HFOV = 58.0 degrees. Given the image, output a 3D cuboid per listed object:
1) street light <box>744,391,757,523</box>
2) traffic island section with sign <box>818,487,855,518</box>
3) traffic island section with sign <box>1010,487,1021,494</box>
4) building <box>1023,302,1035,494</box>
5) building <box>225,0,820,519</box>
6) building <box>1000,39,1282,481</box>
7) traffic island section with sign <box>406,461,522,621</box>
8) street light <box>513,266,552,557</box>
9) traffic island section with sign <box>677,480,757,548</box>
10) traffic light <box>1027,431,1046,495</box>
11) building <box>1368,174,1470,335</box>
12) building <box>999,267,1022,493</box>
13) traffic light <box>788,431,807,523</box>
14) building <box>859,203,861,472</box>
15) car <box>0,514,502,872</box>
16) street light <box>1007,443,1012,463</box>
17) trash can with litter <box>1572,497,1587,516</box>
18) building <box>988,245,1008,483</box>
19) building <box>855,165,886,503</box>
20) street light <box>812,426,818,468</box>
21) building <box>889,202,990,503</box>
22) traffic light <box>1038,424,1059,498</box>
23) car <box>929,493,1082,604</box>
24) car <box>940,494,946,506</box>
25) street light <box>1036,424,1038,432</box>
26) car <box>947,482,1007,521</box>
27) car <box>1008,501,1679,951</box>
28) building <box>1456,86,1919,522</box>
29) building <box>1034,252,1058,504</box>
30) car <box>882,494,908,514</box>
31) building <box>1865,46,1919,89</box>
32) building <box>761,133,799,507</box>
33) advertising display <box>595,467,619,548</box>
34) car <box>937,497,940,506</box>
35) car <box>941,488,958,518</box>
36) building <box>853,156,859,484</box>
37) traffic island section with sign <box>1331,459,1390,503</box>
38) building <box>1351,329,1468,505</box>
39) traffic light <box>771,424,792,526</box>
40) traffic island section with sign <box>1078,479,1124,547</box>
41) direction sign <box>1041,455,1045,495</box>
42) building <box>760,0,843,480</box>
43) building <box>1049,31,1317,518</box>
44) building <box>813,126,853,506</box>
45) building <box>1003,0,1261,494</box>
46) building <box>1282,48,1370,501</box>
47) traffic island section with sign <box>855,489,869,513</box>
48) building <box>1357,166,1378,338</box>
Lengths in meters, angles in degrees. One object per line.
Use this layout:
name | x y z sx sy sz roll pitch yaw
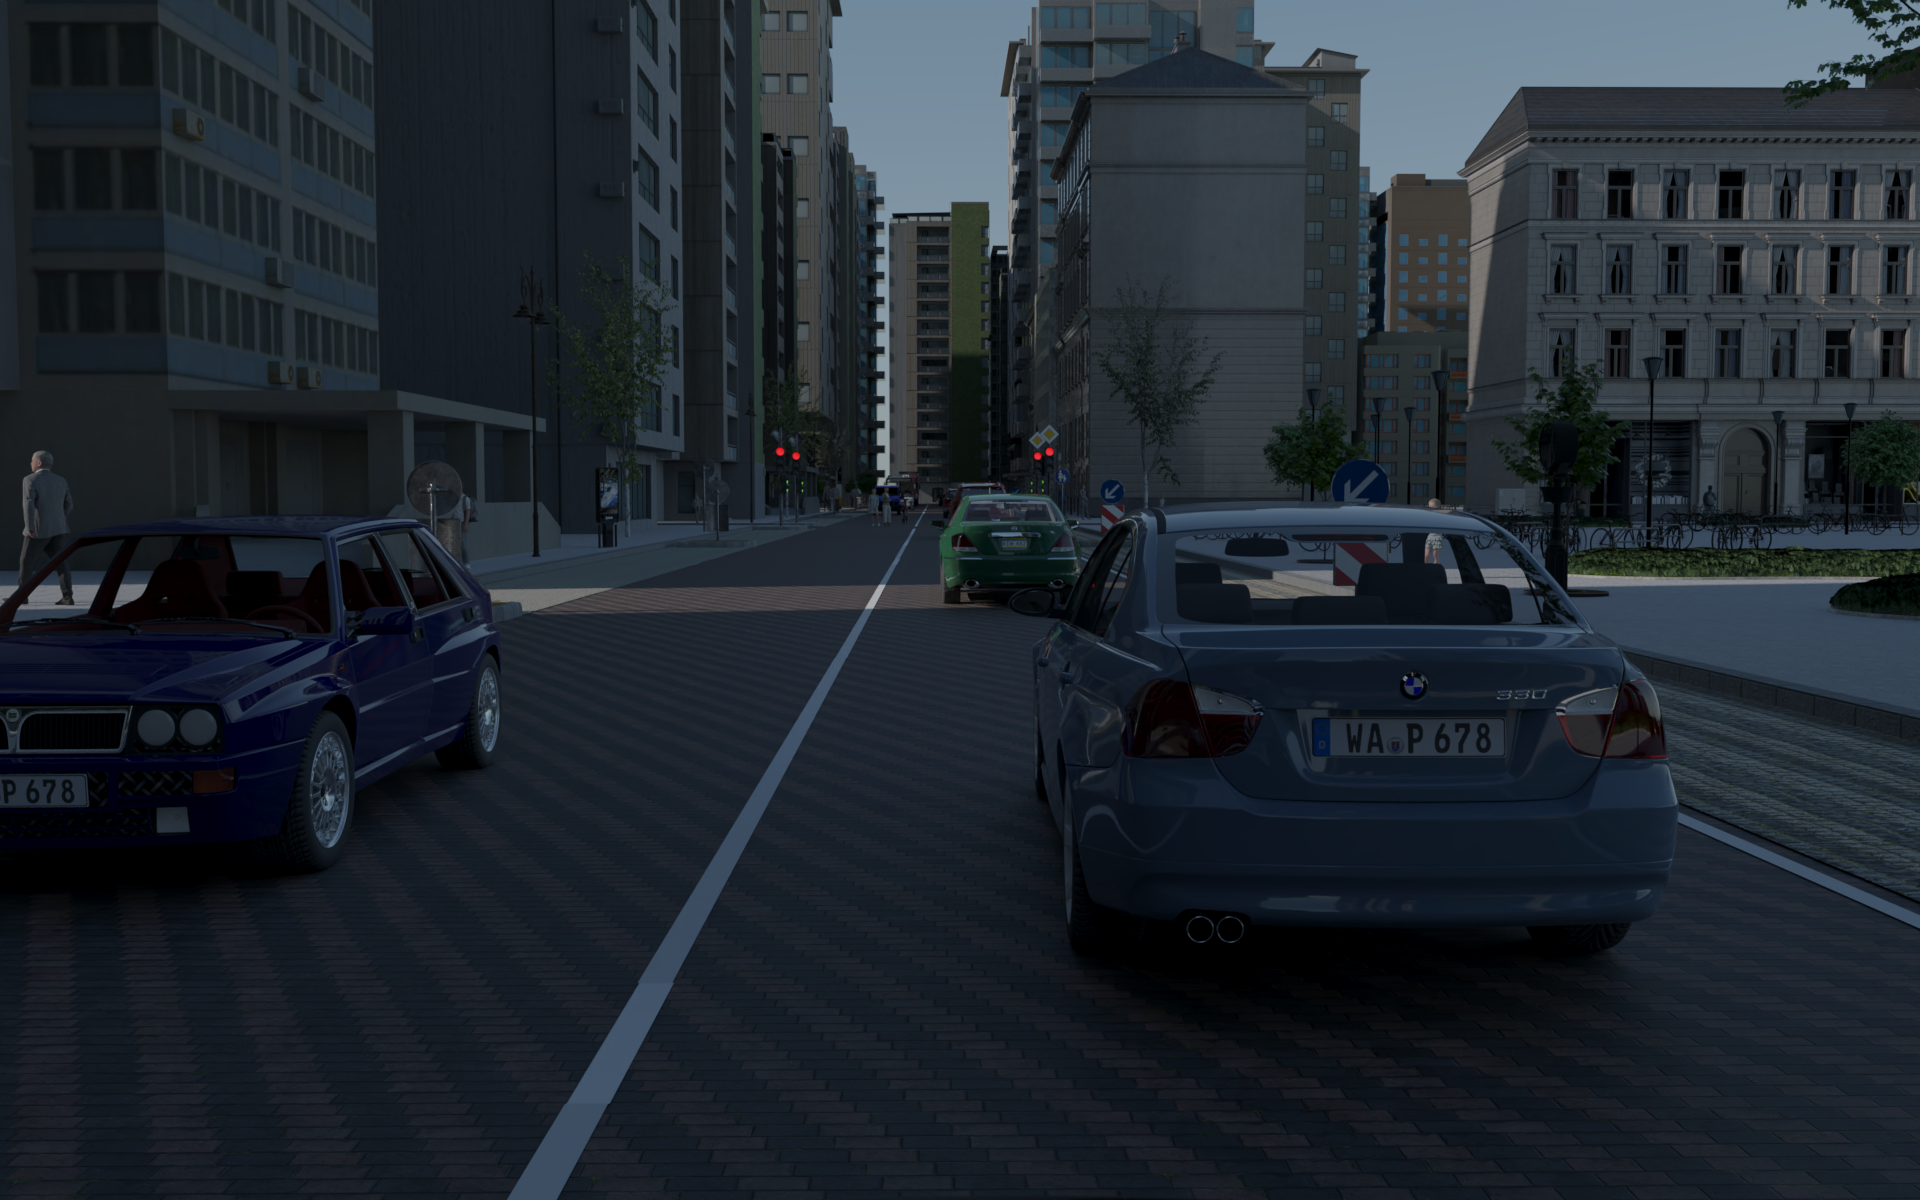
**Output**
street light | -9.391 -6.427 77.877 0.468 5.910 1.993 0 4 -1
traffic island section with sign | -7.392 -5.753 102.696 1.989 1.847 2.006 0 4 -1
traffic island section with sign | 3.143 -5.747 102.588 1.989 1.847 2.006 0 4 -1
building | 10.994 -17.031 143.091 10.561 19.102 19.286 0 4 -1
building | -25.640 -25.635 111.013 32.217 40.220 23.993 0 4 -1
building | 19.442 -37.307 199.215 28.713 52.752 27.495 0 4 -1
traffic island section with sign | -6.152 -0.691 19.923 1.989 1.847 2.006 0 4 -1
street light | -8.667 -3.820 35.250 0.468 5.910 1.993 0 4 -1
traffic island section with sign | -6.558 -2.345 46.961 1.989 1.847 2.006 0 4 -1
traffic light | 3.457 -5.439 77.840 0.839 4.253 0.868 0 4 -1
building | 66.029 -36.379 244.907 14.200 45.320 14.600 0 4 -1
building | 11.964 -27.480 220.993 14.160 30.474 14.107 0 4 -1
traffic light | -7.303 -5.428 77.664 0.839 4.253 0.868 0 4 -1
building | -19.716 -32.842 220.568 14.086 41.232 14.154 0 4 -1
car | -3.284 0.294 7.775 1.945 1.354 3.894 0 4 -2
street light | 4.319 -11.001 152.657 0.468 5.910 1.993 0 4 -1
trash can with litter | 27.913 -4.041 77.453 1.055 1.170 0.624 0 4 -1
building | 15.906 -34.320 253.014 23.993 40.220 32.217 0 4 -1
building | -25.915 -38.465 248.505 30.456 49.044 23.786 0 4 -1
street light | -9.886 -8.867 117.768 0.468 5.910 1.993 0 4 -1
building | -3.003 -34.286 244.162 14.086 41.232 14.154 0 4 -1
traffic light | 3.576 -4.950 69.856 0.839 4.253 0.868 0 4 -1
car | 0.641 -0.750 24.063 2.131 1.459 4.920 0 4 -1
car | -1.529 -11.822 203.074 2.009 1.686 4.222 0 3 0
street light | 4.989 -8.550 112.585 0.468 5.910 1.993 0 4 -1
car | 0.692 -2.906 56.179 2.281 1.827 5.304 0 4 1
car | 1.206 0.323 6.728 2.014 1.417 4.499 0 4 0
building | 27.145 -14.228 83.545 40.483 20.767 10.553 0 4 -1
building | 11.065 -16.530 125.014 10.420 20.320 16.860 0 4 -1
car | -4.891 -7.312 128.598 2.155 1.783 4.494 0 4 -1
building | 55.281 -15.625 85.139 15.834 23.373 12.332 0 4 -1
building | -20.473 -22.427 138.391 14.160 30.474 14.107 0 4 -1
advertising display | -8.457 -2.222 41.545 0.123 1.923 0.974 1 4 16
car | -1.818 -12.459 213.298 1.945 1.707 3.694 0 4 -2
car | -0.010 -5.857 104.437 2.281 1.827 5.304 0 4 -1
building | -19.496 -31.670 201.390 14.154 41.232 14.086 0 4 -1
traffic island section with sign | 4.375 -0.708 20.208 1.989 1.847 2.006 0 4 -1
building | 61.174 -22.653 215.413 28.899 21.520 27.650 0 4 -1
traffic light | -7.184 -4.939 69.680 0.839 4.253 0.868 0 4 -1
traffic island section with sign | 3.960 -2.358 47.178 1.989 1.847 2.006 0 4 -1
direction sign | 4.860 -6.706 101.639 0.379 3.537 0.876 1 4 13
building | -26.106 -35.245 165.493 28.713 52.752 27.495 0 4 -1
building | 12.343 -18.753 103.874 12.463 27.353 25.104 0 4 -1
building | -19.304 -30.795 187.096 14.154 41.232 14.086 0 4 -1
building | 16.474 -33.684 170.337 23.786 49.044 30.456 0 4 -1
building | 32.985 -38.196 213.739 27.495 52.752 28.713 0 4 -1
traffic island section with sign | -7.793 -7.402 129.648 1.989 1.847 2.006 0 4 -1
building | 43.543 -38.537 249.682 30.456 49.044 23.786 0 4 -1
